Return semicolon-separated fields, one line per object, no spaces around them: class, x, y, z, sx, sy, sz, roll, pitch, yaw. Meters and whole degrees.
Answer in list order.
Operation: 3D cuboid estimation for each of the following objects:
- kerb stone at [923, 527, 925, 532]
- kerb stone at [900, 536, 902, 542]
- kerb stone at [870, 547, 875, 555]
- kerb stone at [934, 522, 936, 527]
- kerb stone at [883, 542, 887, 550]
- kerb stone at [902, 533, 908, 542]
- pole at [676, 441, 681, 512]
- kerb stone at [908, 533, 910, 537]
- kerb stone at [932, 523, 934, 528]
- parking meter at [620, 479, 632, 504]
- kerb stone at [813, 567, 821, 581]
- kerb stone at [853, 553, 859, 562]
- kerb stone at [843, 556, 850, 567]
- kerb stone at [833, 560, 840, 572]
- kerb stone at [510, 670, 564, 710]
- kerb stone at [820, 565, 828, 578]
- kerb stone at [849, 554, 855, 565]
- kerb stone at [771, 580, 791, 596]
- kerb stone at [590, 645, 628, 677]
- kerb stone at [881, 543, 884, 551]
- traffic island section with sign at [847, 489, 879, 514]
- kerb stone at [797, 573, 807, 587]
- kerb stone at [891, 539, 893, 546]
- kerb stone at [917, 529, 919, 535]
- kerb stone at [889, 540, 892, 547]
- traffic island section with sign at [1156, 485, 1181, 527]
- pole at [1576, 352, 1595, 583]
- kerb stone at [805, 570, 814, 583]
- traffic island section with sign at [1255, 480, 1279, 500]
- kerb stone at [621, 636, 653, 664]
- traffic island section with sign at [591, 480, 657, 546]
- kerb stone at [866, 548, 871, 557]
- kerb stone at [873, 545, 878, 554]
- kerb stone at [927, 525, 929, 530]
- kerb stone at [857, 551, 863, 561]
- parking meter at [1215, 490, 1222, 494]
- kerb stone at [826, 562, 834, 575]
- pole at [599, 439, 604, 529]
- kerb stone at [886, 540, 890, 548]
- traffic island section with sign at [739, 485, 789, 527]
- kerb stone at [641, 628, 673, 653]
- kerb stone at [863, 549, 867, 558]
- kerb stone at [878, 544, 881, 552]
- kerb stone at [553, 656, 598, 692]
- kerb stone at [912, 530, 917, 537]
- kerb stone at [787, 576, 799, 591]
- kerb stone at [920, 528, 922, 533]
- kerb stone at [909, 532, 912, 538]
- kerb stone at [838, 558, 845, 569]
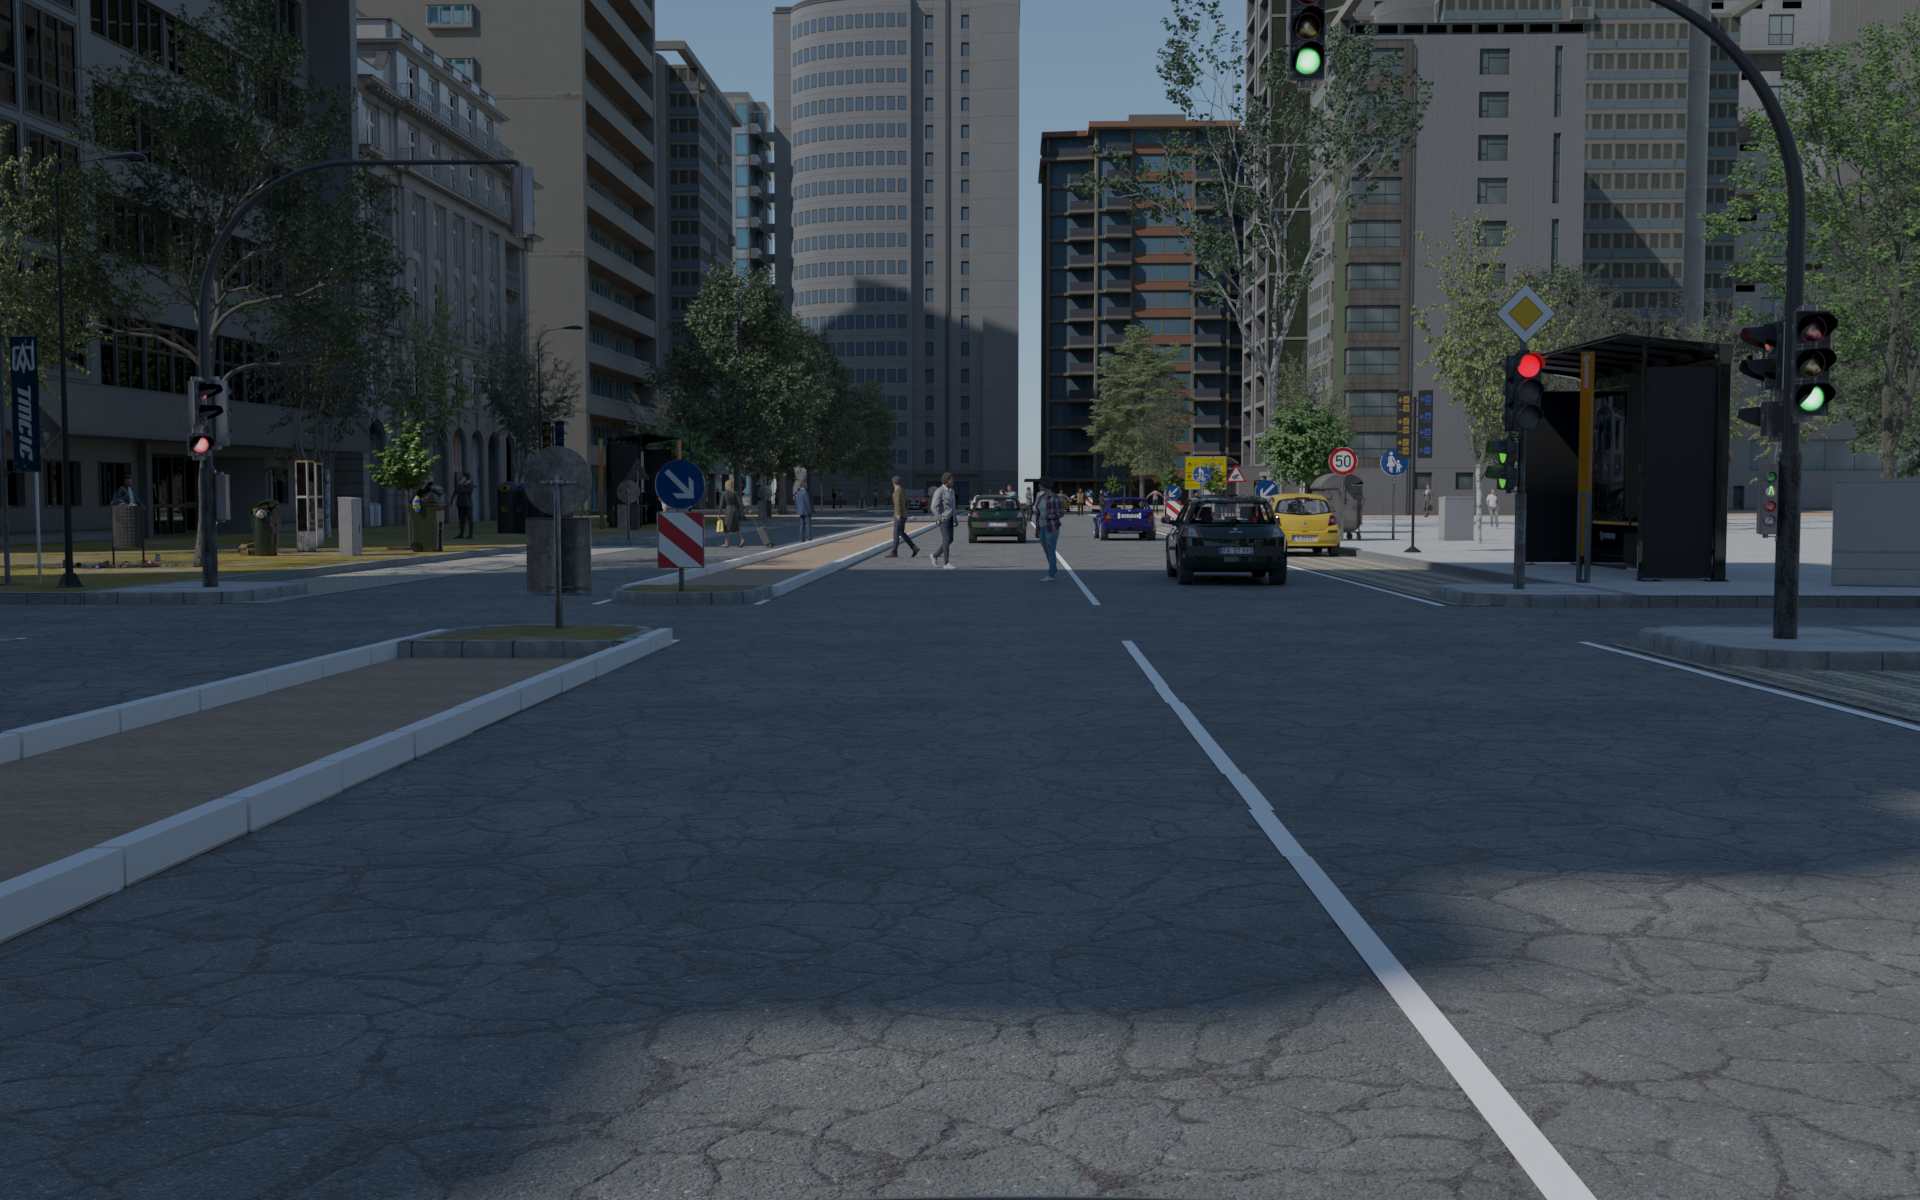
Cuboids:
kerb stone;-1.468;-2.539;63.707;0.120;0.150;1.000;0;4;2
kerb stone;-1.849;-1.723;50.372;0.120;0.150;1.000;0;4;2
kerb stone;-2.133;-1.094;40.095;0.120;0.150;1.000;0;4;2
kerb stone;-1.205;-3.102;72.932;0.120;0.150;1.000;0;4;2
kerb stone;-2.027;-1.346;44.208;0.120;0.150;1.000;0;4;2
kerb stone;-1.762;-1.911;53.444;0.120;0.150;1.000;0;4;2
pole;-10.738;-4.422;66.143;0.158;3.312;0.155;0;3;0
kerb stone;-1.732;-1.971;54.472;0.120;0.150;1.000;0;4;2
kerb stone;-1.267;-2.976;70.882;0.120;0.150;1.000;0;4;2
parking meter;-12.208;-3.517;63.218;0.255;1.863;0.399;3;4;38
kerb stone;-2.462;-0.403;28.826;0.120;0.150;1.000;0;4;2
kerb stone;-2.258;-0.844;35.994;0.120;0.150;1.000;0;4;2
kerb stone;-2.310;-0.717;33.937;0.120;0.150;1.000;0;4;2
kerb stone;-2.366;-0.593;31.894;0.120;0.150;1.000;0;4;2
kerb stone;-2.942;0.627;11.950;0.120;0.150;1.000;0;4;2
kerb stone;-2.432;-0.468;29.847;0.120;0.150;1.000;0;4;2
kerb stone;-2.285;-0.779;34.959;0.120;0.150;1.000;0;4;2
kerb stone;-2.572;-0.152;24.726;0.120;0.150;1.000;0;4;2
kerb stone;-2.876;0.501;13.998;0.120;0.150;1.000;0;4;2
kerb stone;-2.051;-1.283;43.169;0.120;0.150;1.000;0;4;2
traffic island section with sign;-7.150;-7.155;125.614;1.989;1.847;2.006;0;4;2
kerb stone;-2.519;-0.280;26.776;0.120;0.150;1.000;0;4;2
kerb stone;-1.934;-1.529;47.282;0.120;0.150;1.000;0;4;2
kerb stone;-1.589;-2.287;59.591;0.120;0.150;1.000;0;4;2
kerb stone;-1.971;-1.470;46.261;0.120;0.150;1.000;0;4;2
traffic island section with sign;9.044;-4.055;74.928;1.989;1.847;2.006;0;4;2
pole;9.018;-1.904;24.967;0.158;3.312;0.155;0;3;0
kerb stone;-2.495;-0.343;27.802;0.120;0.150;1.000;0;4;2
traffic island section with sign;8.282;-2.407;47.984;1.989;1.847;2.006;0;4;2
kerb stone;-2.849;0.448;15.021;0.120;0.150;1.000;0;4;2
traffic island section with sign;-9.341;-2.438;48.490;1.989;1.847;2.006;0;4;2
kerb stone;-2.169;-1.026;39.073;0.120;0.150;1.000;0;4;2
kerb stone;-2.108;-1.158;41.121;0.120;0.150;1.000;0;4;2
kerb stone;-1.379;-2.727;66.779;0.120;0.150;1.000;0;4;2
kerb stone;-2.230;-0.904;37.016;0.120;0.150;1.000;0;4;2
parking meter;13.430;-4.998;90.132;0.372;1.533;0.369;0;3;0
kerb stone;-2.396;-0.531;30.872;0.120;0.150;1.000;0;4;2
pole;-13.200;-4.275;63.744;0.158;3.312;0.155;0;3;0
kerb stone;-1.987;-1.409;45.238;0.120;0.150;1.000;0;4;2
traffic island section with sign;-8.556;-4.119;75.970;1.989;1.847;2.006;0;4;2
kerb stone;-2.820;0.376;16.041;0.120;0.150;1.000;0;4;2
kerb stone;-2.197;-0.970;38.051;0.120;0.150;1.000;0;4;2
kerb stone;-2.084;-1.218;42.144;0.120;0.150;1.000;0;4;2
kerb stone;-2.908;0.564;12.977;0.120;0.150;1.000;0;4;2
kerb stone;-1.617;-2.224;58.564;0.120;0.150;1.000;0;4;2
kerb stone;-2.545;-0.217;25.750;0.120;0.150;1.000;0;4;2
kerb stone;-1.530;-2.414;61.659;0.120;0.150;1.000;0;4;2
kerb stone;-1.709;-2.037;55.494;0.120;0.150;1.000;0;4;2
kerb stone;-2.345;-0.655;32.916;0.120;0.150;1.000;0;4;2
